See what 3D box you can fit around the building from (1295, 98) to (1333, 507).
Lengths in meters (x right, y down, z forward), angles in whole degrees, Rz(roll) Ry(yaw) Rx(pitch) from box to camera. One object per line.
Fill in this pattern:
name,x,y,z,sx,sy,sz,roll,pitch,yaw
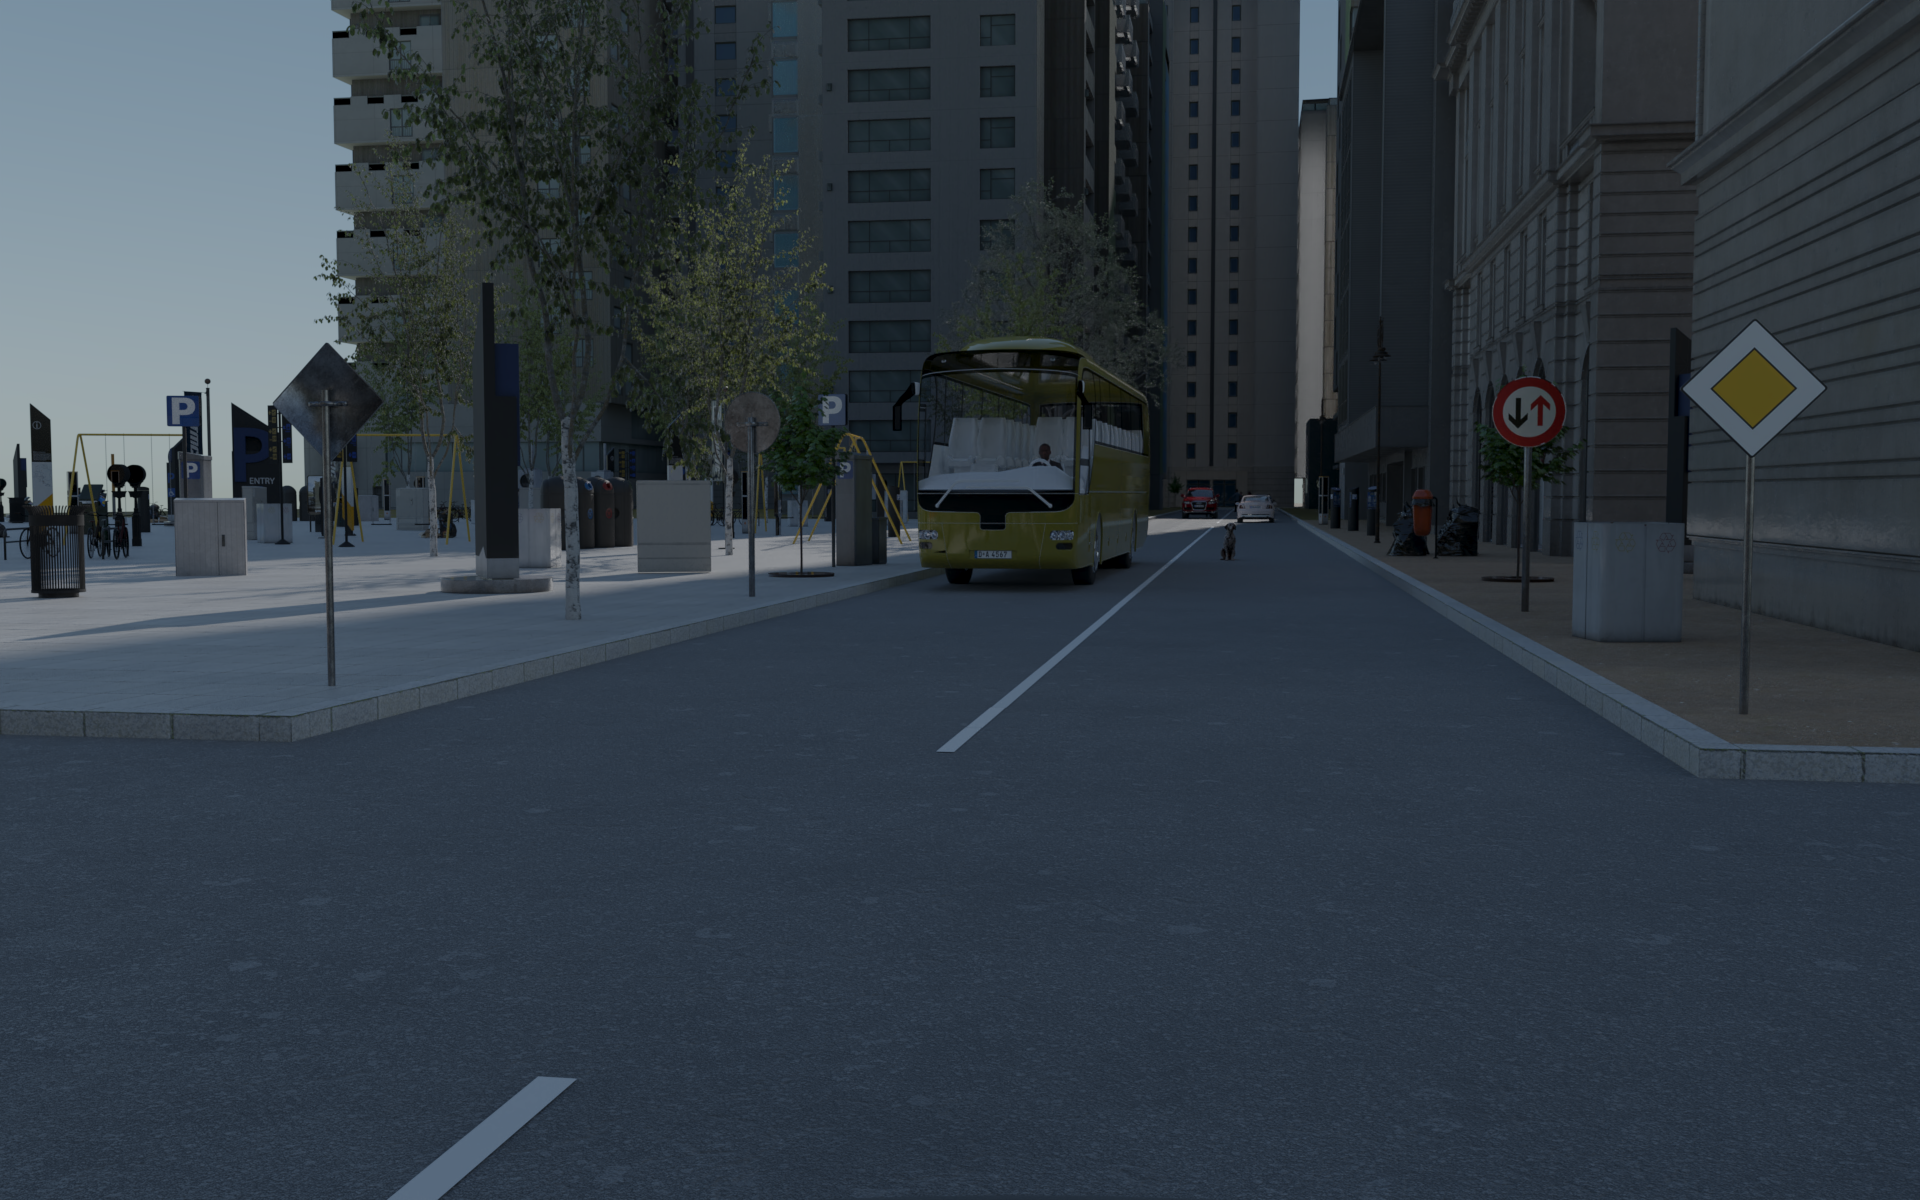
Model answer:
building,40.669,-29.914,172.688,14.086,41.232,14.154,1,4,10

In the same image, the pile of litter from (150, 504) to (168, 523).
pile of litter,-36.019,-3.891,77.587,1.719,0.858,1.176,-1,4,-19

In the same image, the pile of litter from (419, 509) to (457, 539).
pile of litter,-15.343,-2.254,50.815,1.176,0.858,1.719,0,4,8

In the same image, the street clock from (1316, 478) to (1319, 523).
street clock,16.031,-4.417,76.790,0.358,2.002,0.471,-2,4,-29

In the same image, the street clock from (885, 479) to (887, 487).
street clock,-3.765,-4.899,84.670,0.358,2.002,0.471,2,4,30

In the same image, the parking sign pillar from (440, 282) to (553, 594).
parking sign pillar,-6.125,-2.100,22.814,1.447,3.967,1.447,-1,4,-22

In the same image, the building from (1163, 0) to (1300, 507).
building,20.276,-38.924,178.403,28.212,58.520,21.231,1,4,10

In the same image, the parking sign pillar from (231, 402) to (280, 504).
parking sign pillar,-20.701,-3.821,50.947,1.447,3.967,1.447,-1,4,-18

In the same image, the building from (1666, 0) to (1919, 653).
building,17.759,-10.880,14.043,21.152,22.565,11.583,1,4,10

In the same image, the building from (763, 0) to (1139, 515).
building,0.367,-30.411,116.821,23.786,49.044,30.456,1,4,10

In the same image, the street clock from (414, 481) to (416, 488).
street clock,-25.494,-4.718,81.709,0.471,2.002,0.358,1,4,11

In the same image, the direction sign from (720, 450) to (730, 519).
direction sign,-12.196,-5.945,89.196,0.876,3.537,0.379,-3,5,-42

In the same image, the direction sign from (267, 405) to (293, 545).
direction sign,-17.250,-3.180,43.998,0.876,3.537,0.379,2,4,30

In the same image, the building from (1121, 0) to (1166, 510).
building,8.926,-27.802,138.163,14.154,41.232,14.086,1,4,10

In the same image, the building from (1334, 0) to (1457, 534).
building,22.765,-15.226,68.014,14.314,24.678,30.058,1,4,10

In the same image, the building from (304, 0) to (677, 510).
building,-38.731,-34.553,154.188,27.495,52.752,28.713,1,4,10

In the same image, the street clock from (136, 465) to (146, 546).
street clock,-20.227,-2.320,42.506,0.471,2.002,0.358,-1,4,-11

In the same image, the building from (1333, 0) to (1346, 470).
building,38.157,-31.837,109.780,28.713,52.752,27.495,1,4,10

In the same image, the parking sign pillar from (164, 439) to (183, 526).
parking sign pillar,-31.096,-4.940,69.243,1.447,3.967,1.447,1,4,15

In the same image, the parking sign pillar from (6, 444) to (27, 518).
parking sign pillar,-50.474,-6.393,92.996,1.447,3.967,1.447,-3,4,-38

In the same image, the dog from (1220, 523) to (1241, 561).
dog,5.913,-1.267,37.559,0.513,0.831,0.800,3,4,39

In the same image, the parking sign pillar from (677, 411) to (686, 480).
parking sign pillar,-9.016,-4.088,55.306,1.447,3.967,1.447,-1,4,-15

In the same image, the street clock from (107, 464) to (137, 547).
street clock,-20.285,-2.277,41.800,0.471,2.002,0.358,0,4,8

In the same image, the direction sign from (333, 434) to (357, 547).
direction sign,-14.870,-3.051,41.880,0.379,3.537,0.876,1,4,20

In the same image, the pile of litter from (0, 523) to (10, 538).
pile of litter,-28.693,-2.245,50.678,1.719,0.858,1.176,-3,5,-41

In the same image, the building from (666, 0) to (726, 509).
building,-10.600,-37.391,153.337,28.212,58.520,21.231,1,4,10

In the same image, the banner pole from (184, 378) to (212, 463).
banner pole,-16.375,-2.896,37.367,0.401,3.779,0.863,2,4,25

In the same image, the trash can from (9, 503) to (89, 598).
trash can,-11.224,-0.605,21.538,0.748,1.137,0.748,0,3,0

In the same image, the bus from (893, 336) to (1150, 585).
bus,1.596,-2.395,30.701,2.896,3.916,12.252,1,4,11

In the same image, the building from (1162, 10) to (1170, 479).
building,11.065,-30.801,153.714,14.200,45.320,14.600,1,4,10

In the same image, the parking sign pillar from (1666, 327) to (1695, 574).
parking sign pillar,12.204,-2.429,28.194,1.447,3.967,1.447,-1,4,-15

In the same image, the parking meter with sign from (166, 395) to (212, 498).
parking meter with sign,-13.887,-2.158,31.541,0.543,3.016,1.738,-1,4,-10

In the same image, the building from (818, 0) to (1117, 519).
building,0.863,-19.704,93.867,14.160,30.474,14.107,1,4,10

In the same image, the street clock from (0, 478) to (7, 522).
street clock,-43.788,-4.556,79.068,0.471,2.002,0.358,-1,4,-10

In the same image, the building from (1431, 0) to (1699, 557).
building,19.124,-12.187,41.060,13.314,21.916,24.055,1,4,10

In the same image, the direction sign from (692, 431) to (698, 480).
direction sign,-9.147,-4.147,59.795,0.379,3.537,0.876,0,4,1

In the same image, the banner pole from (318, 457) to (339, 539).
banner pole,-18.193,-3.666,49.954,0.863,3.779,0.401,2,4,28

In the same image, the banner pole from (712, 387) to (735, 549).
banner pole,-5.594,-3.089,40.520,0.401,3.779,0.863,-3,4,-39

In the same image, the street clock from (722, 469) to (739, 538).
street clock,-6.687,-2.799,50.327,0.471,2.002,0.358,2,4,27

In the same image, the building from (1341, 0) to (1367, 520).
building,27.261,-24.913,90.918,14.154,41.232,14.086,1,4,10

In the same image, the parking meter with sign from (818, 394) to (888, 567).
parking meter with sign,-1.872,-2.126,31.026,0.543,3.016,1.738,2,4,25

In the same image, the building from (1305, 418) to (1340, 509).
building,39.947,-50.505,138.421,22.319,86.520,31.000,1,4,10
